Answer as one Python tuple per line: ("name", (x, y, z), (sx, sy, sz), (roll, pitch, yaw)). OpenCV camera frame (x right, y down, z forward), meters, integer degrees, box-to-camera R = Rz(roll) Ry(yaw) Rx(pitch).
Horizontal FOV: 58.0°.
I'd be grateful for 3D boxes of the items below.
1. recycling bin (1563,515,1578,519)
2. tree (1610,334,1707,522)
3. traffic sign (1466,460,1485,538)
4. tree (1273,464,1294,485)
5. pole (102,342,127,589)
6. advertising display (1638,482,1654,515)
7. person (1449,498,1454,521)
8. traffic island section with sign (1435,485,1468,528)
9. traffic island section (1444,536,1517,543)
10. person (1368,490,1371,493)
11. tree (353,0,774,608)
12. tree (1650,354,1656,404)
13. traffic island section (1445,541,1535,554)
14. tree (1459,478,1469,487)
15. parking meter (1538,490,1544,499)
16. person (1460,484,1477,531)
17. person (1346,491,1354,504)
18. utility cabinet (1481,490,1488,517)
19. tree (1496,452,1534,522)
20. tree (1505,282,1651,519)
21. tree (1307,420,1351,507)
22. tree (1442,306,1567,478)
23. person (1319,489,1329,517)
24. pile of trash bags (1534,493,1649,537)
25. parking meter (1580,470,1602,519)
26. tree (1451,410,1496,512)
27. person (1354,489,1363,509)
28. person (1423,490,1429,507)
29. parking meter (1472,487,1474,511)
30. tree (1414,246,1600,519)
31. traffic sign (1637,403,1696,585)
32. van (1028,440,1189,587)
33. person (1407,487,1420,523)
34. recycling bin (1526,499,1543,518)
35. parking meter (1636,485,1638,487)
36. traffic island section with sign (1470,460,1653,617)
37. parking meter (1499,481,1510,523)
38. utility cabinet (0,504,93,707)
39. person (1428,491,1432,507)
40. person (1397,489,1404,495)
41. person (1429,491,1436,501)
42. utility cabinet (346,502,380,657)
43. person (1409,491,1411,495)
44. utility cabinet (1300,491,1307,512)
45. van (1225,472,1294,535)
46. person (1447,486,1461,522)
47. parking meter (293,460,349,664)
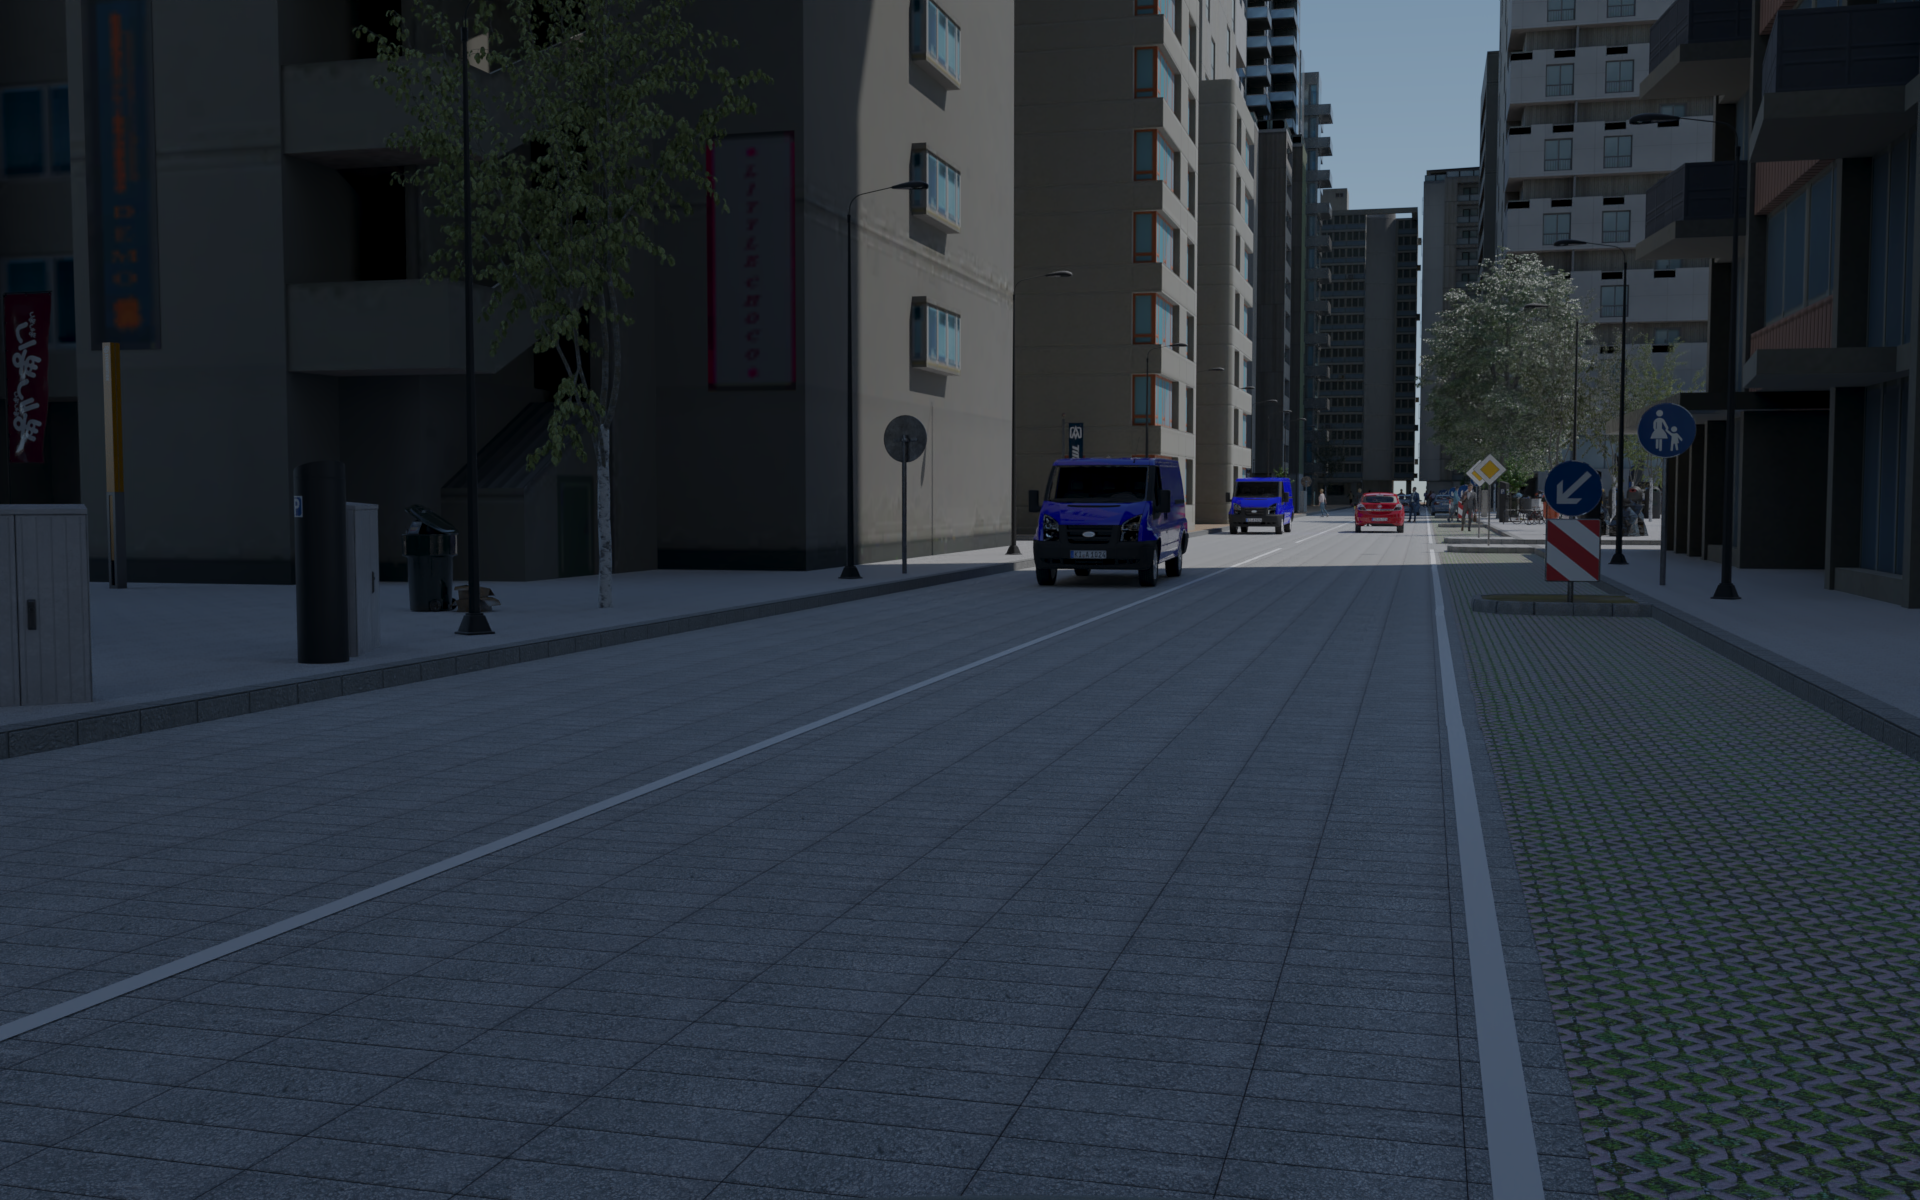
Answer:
("recycling bin", (23.650, -3.304, 66.566), (0.722, 1.027, 0.722), (0, 4, -1))
("tree", (32.287, -7.935, 80.092), (4.737, 8.622, 4.395), (0, 3, 0))
("traffic sign", (15.169, -2.871, 50.588), (0.795, 2.450, 0.064), (1, 4, 15))
("tree", (20.621, -7.154, 111.562), (1.663, 3.219, 1.824), (0, 3, 0))
("pole", (-11.434, -1.809, 23.426), (0.158, 3.312, 0.155), (0, 3, 0))
("advertising display", (36.548, -5.328, 92.334), (0.123, 1.923, 0.974), (-2, 4, -27))
("person", (26.506, -4.864, 93.037), (0.382, 1.210, 0.505), (-2, 4, -25))
("traffic island section with sign", (21.582, -4.024, 74.418), (1.989, 1.847, 2.006), (1, 4, 15))
("traffic island section", (15.194, -1.736, 50.658), (2.009, 0.180, 2.903), (1, 4, 15))
("person", (38.167, -9.344, 161.291), (0.705, 1.823, 1.348), (-3, 5, -41))
("tree", (-4.239, -4.213, 19.248), (4.737, 8.622, 4.395), (0, 3, 0))
("tree", (28.427, -7.664, 75.661), (4.360, 8.622, 3.978), (0, 3, 0))
("traffic island section", (13.126, -1.264, 42.945), (2.009, 0.180, 2.903), (1, 4, 15))
("tree", (54.872, -11.900, 189.168), (1.663, 3.219, 1.824), (0, 3, 0))
("parking meter", (36.696, -6.177, 109.403), (0.372, 1.533, 0.369), (0, 3, 0))
("person", (19.495, -3.543, 66.385), (0.622, 1.834, 0.822), (1, 4, 10))
("person", (46.113, -11.979, 204.447), (1.348, 1.812, 0.705), (-2, 4, -33))
("utility cabinet", (28.964, -5.323, 95.702), (0.318, 1.500, 1.173), (1, 4, 14))
("tree", (25.125, -5.175, 79.211), (1.663, 3.219, 1.824), (0, 3, 0))
("tree", (21.333, -6.779, 61.193), (4.360, 8.622, 3.978), (0, 3, 0))
("tree", (36.874, -13.638, 173.341), (4.360, 8.622, 3.978), (0, 3, 0))
("tree", (33.012, -11.429, 104.998), (7.486, 12.596, 7.792), (0, 3, 0))
("person", (22.502, -5.981, 106.968), (0.598, 1.740, 0.731), (2, 4, 27))
("pile of trash bags", (19.546, -2.680, 53.576), (1.912, 1.369, 3.447), (-3, 5, -40))
("parking meter", (13.782, -1.964, 37.825), (0.399, 1.863, 0.255), (-1, 4, -9))
("tree", (38.042, -10.613, 123.881), (4.737, 8.622, 4.395), (0, 3, 0))
("person", (26.925, -6.514, 115.216), (0.699, 1.804, 1.509), (-3, 5, -44))
("person", (50.747, -11.012, 188.417), (0.709, 1.838, 0.599), (-1, 4, -19))
("parking meter", (35.656, -7.045, 120.901), (0.399, 1.863, 0.255), (-1, 4, -14))
("tree", (28.583, -11.255, 90.678), (9.857, 13.997, 8.962), (0, 3, 0))
("traffic sign", (9.885, -1.479, 24.290), (0.768, 2.556, 0.104), (1, 4, 21))
("van", (2.554, -1.486, 28.678), (2.240, 2.365, 5.245), (1, 4, 14))
("person", (22.809, -4.799, 87.141), (0.419, 1.800, 0.721), (-3, 4, -37))
("recycling bin", (30.876, -4.925, 93.081), (0.722, 1.027, 0.722), (3, 4, 37))
("parking meter", (43.941, -6.507, 112.107), (0.399, 1.863, 0.255), (0, 4, 0))
("traffic island section with sign", (7.297, -0.765, 21.137), (1.989, 1.847, 2.006), (1, 4, 15))
("parking meter", (24.493, -4.417, 77.923), (0.255, 1.863, 0.399), (-3, 4, -36))
("utility cabinet", (-5.844, 0.041, 10.489), (1.020, 1.237, 0.306), (-2, 4, -30))
("person", (53.550, -11.528, 196.913), (1.348, 1.831, 0.705), (-3, 5, -40))
("person", (32.920, -7.386, 129.218), (1.348, 1.831, 0.705), (1, 4, 19))
("person", (45.430, -9.587, 166.188), (0.756, 1.711, 0.436), (1, 4, 15))
("utility cabinet", (-4.951, -0.179, 14.090), (0.306, 1.237, 1.020), (-1, 4, -9))
("person", (50.609, -11.377, 195.228), (0.721, 1.735, 1.217), (2, 4, 34))
("utility cabinet", (24.057, -6.894, 121.398), (0.318, 1.500, 1.173), (1, 4, 20))
("van", (11.018, -3.601, 63.259), (2.240, 2.365, 5.245), (1, 4, 16))
("person", (25.136, -4.865, 87.912), (0.748, 1.841, 0.638), (2, 4, 27))
("parking meter", (-4.870, -0.293, 13.207), (0.372, 1.533, 0.369), (0, 3, 0))
